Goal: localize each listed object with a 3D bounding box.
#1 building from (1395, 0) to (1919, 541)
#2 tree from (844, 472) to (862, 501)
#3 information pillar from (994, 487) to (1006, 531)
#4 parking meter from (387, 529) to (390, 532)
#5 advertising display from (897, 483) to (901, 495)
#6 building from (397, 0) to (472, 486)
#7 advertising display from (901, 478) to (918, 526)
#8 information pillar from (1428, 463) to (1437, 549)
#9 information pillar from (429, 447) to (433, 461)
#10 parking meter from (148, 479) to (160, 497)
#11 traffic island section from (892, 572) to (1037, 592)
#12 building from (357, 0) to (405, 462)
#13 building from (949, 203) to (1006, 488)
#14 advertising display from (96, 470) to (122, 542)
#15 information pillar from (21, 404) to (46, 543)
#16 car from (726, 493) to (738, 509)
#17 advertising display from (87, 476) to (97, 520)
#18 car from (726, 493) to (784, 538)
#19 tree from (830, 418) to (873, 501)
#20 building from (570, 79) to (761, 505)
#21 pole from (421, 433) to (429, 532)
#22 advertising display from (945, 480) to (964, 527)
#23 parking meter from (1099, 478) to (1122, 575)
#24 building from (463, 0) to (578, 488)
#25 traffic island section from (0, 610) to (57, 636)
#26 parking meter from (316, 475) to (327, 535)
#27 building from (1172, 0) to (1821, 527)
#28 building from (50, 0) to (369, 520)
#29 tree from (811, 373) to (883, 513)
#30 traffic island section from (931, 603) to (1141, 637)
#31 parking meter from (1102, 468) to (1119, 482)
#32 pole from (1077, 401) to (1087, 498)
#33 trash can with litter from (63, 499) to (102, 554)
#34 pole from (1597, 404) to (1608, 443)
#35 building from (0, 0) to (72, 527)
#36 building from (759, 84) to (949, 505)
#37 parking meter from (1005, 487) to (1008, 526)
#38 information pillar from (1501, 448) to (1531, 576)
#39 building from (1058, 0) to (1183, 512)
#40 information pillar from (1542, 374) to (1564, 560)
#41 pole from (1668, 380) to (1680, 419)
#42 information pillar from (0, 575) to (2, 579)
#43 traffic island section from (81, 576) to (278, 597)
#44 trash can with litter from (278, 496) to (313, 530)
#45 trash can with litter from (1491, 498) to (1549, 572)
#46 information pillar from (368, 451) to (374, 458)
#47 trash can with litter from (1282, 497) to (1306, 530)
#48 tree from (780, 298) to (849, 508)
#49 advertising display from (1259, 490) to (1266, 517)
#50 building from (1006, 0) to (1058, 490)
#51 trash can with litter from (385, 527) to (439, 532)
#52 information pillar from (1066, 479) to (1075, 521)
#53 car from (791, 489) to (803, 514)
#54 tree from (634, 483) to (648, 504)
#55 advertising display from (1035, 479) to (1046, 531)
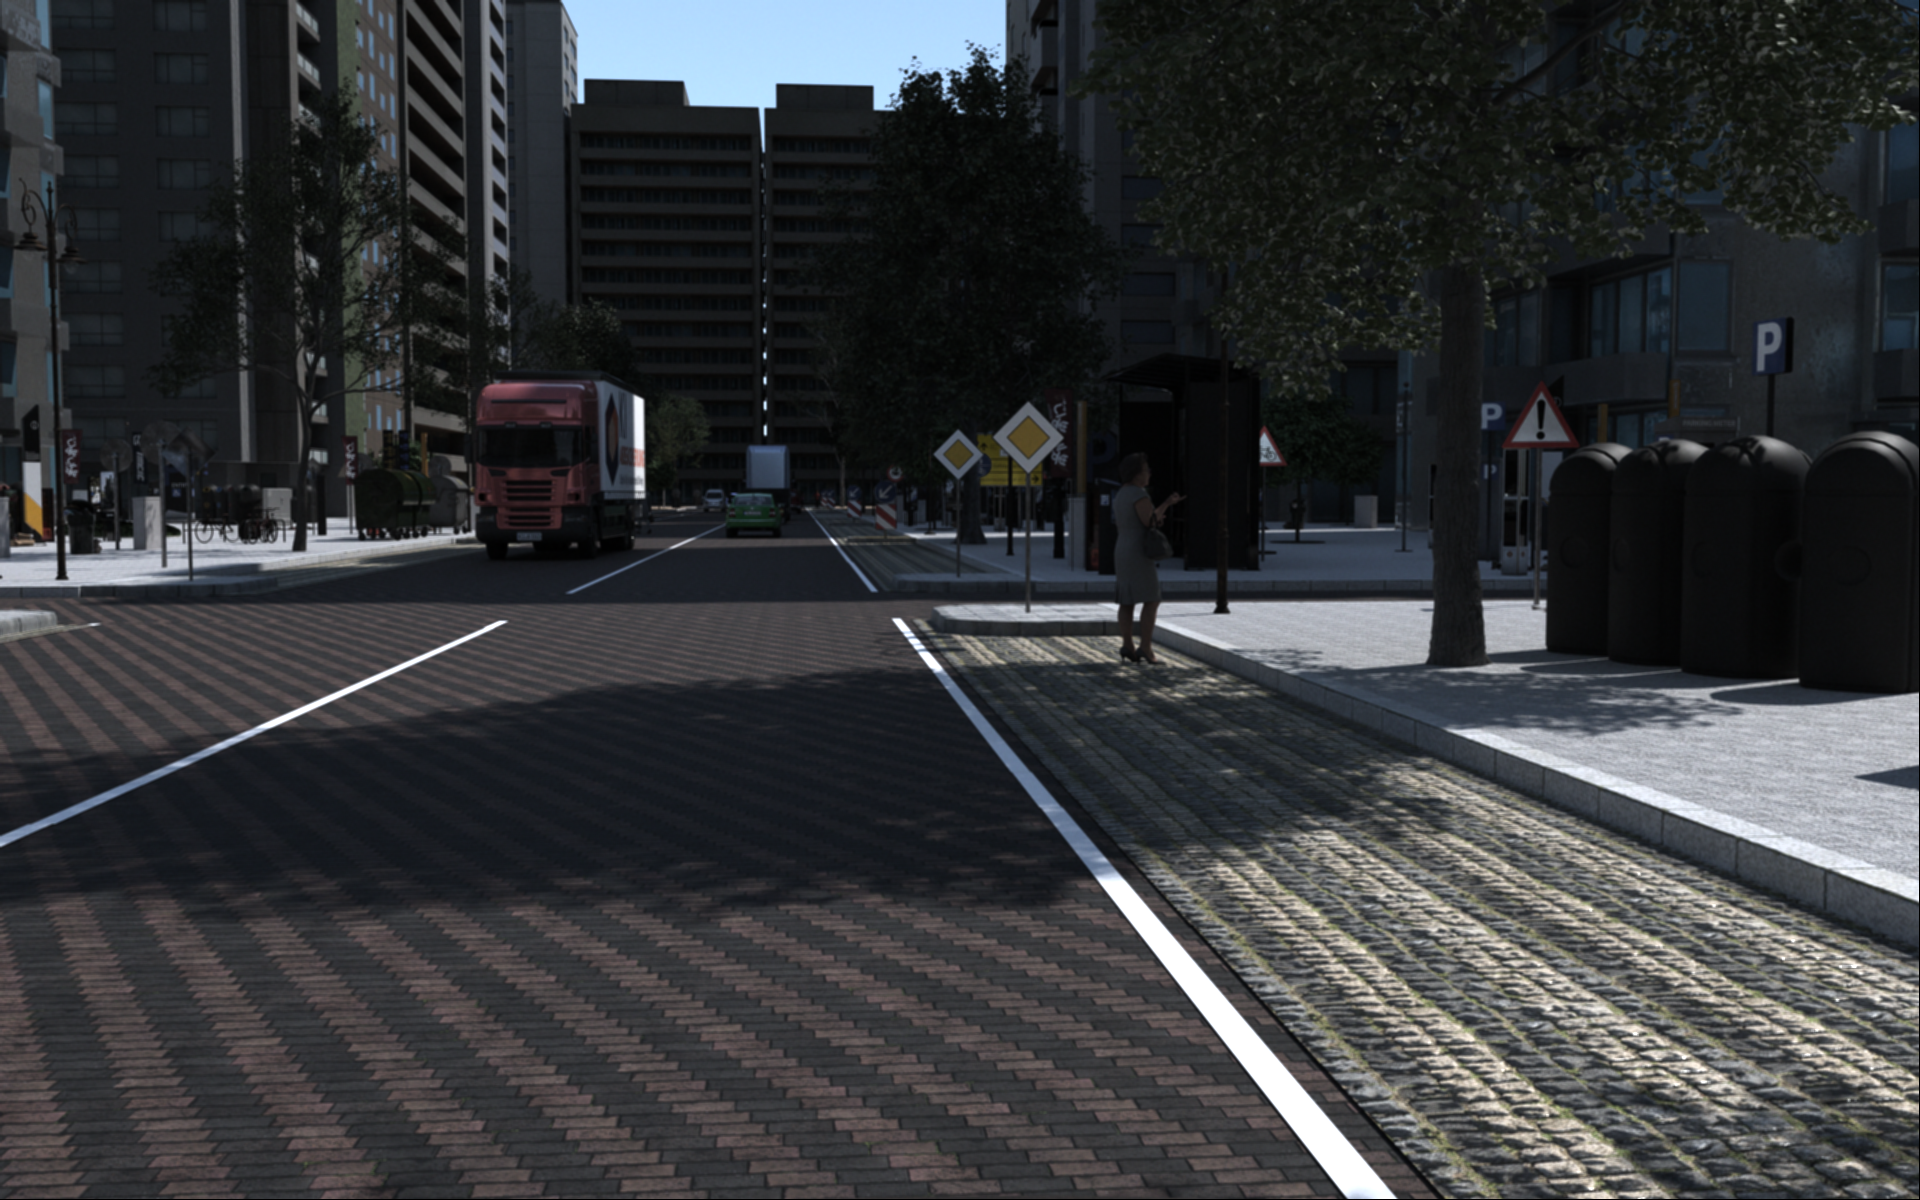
[{"bbox_3d":[29.048,-26.406,51.345,30.456,49.044,23.786,0,4,-5],"label":"building"},{"bbox_3d":[-9.177,-9.357,147.587,1.663,3.219,1.824,0,3,0],"label":"tree"},{"bbox_3d":[1.377,-3.400,60.075,0.304,2.012,0.304,2,4,34],"label":"information pillar"},{"bbox_3d":[-18.994,-3.032,57.989,0.372,1.533,0.369,0,3,0],"label":"parking meter"},{"bbox_3d":[-3.148,-5.848,100.832,0.974,1.923,0.123,-1,4,-9],"label":"advertising display"},{"bbox_3d":[-47.665,-30.485,122.139,21.300,48.544,21.600,0,4,-5],"label":"building"},{"bbox_3d":[-1.996,-3.968,70.095,0.123,1.923,0.974,2,4,28],"label":"advertising display"},{"bbox_3d":[11.231,-2.216,40.718,0.304,2.012,0.304,-3,4,-39],"label":"information pillar"},{"bbox_3d":[-26.342,-5.807,86.305,0.183,3.616,0.504,-2,4,-26],"label":"information pillar"},{"bbox_3d":[-32.083,-3.871,69.008,0.255,1.863,0.399,3,5,41],"label":"parking meter"},{"bbox_3d":[-0.005,-0.270,26.696,2.009,0.180,2.903,0,4,-5],"label":"traffic island section"},{"bbox_3d":[-42.581,-27.808,104.773,14.600,45.320,14.200,0,4,-5],"label":"building"},{"bbox_3d":[5.377,-34.107,207.764,14.200,45.320,14.600,0,4,-5],"label":"building"},{"bbox_3d":[-23.009,-2.552,46.934,0.974,1.923,0.123,3,4,38],"label":"advertising display"},{"bbox_3d":[-24.070,-3.277,44.940,0.183,3.616,0.504,1,4,22],"label":"information pillar"},{"bbox_3d":[-22.436,-9.966,172.538,1.945,1.707,3.694,0,4,-6],"label":"car"},{"bbox_3d":[-30.126,-3.391,60.658,0.123,1.923,0.974,1,4,17],"label":"advertising display"},{"bbox_3d":[-6.916,-3.028,58.309,1.959,1.807,4.718,0,4,-5],"label":"car"},{"bbox_3d":[-8.891,-11.818,143.593,4.737,8.622,4.395,0,3,0],"label":"tree"},{"bbox_3d":[-34.230,-35.670,206.914,21.600,48.544,21.300,0,4,-5],"label":"building"},{"bbox_3d":[-17.892,-3.919,57.911,0.158,3.312,0.155,0,3,0],"label":"pole"},{"bbox_3d":[-0.099,-3.826,67.773,0.974,1.923,0.123,0,4,4],"label":"advertising display"},{"bbox_3d":[2.393,-1.170,27.535,0.372,1.533,0.369,0,3,0],"label":"parking meter"},{"bbox_3d":[-59.471,-40.510,204.338,28.212,58.520,21.231,0,4,-5],"label":"building"},{"bbox_3d":[-10.636,0.282,17.668,2.009,0.180,2.903,0,4,-5],"label":"traffic island section"},{"bbox_3d":[-19.875,-2.948,53.916,0.255,1.863,0.399,-1,4,-19],"label":"parking meter"},{"bbox_3d":[23.506,-28.656,88.132,23.786,49.044,30.456,0,4,-5],"label":"building"},{"bbox_3d":[-40.098,-24.886,90.486,14.154,41.232,14.086,0,4,-5],"label":"building"},{"bbox_3d":[-6.182,-11.038,114.881,8.767,10.594,7.601,3,5,39],"label":"tree"},{"bbox_3d":[0.754,0.216,18.746,2.009,0.180,2.903,0,4,-5],"label":"traffic island section"},{"bbox_3d":[3.384,-2.028,38.865,0.255,1.863,0.399,-2,4,-34],"label":"parking meter"},{"bbox_3d":[2.669,-2.700,37.983,0.158,3.312,0.155,0,3,0],"label":"pole"},{"bbox_3d":[-18.761,-1.567,37.011,0.624,1.170,1.055,-1,4,-11],"label":"trash can with litter"},{"bbox_3d":[14.490,-2.770,39.141,0.158,3.312,0.155,0,3,0],"label":"pole"},{"bbox_3d":[-44.018,-26.573,54.075,23.786,49.044,30.456,0,4,-5],"label":"building"},{"bbox_3d":[-12.748,-35.809,209.176,21.600,48.544,21.300,0,4,-5],"label":"building"},{"bbox_3d":[1.801,-3.907,69.593,0.255,1.863,0.399,2,4,35],"label":"parking meter"},{"bbox_3d":[8.756,-1.395,27.297,0.304,2.012,0.304,-3,5,-41],"label":"information pillar"},{"bbox_3d":[17.513,-35.525,122.838,21.231,58.520,28.212,0,4,-5],"label":"building"},{"bbox_3d":[11.545,-2.601,33.883,0.504,3.616,0.183,1,4,12],"label":"information pillar"},{"bbox_3d":[12.730,-2.270,30.954,0.158,3.312,0.155,0,3,0],"label":"pole"},{"bbox_3d":[-14.739,-2.138,26.305,0.183,3.616,0.504,-2,4,-34],"label":"information pillar"},{"bbox_3d":[-11.395,-0.204,25.617,2.009,0.180,2.903,0,4,-5],"label":"traffic island section"},{"bbox_3d":[-24.132,-3.117,62.026,2.233,1.210,1.678,-3,5,-39],"label":"trash can with litter"},{"bbox_3d":[9.639,-1.114,29.273,1.678,1.210,2.233,-2,4,-33],"label":"trash can with litter"},{"bbox_3d":[-32.125,-6.297,94.303,0.504,3.616,0.183,-1,4,-10],"label":"information pillar"},{"bbox_3d":[12.029,-3.132,62.594,0.624,1.170,1.055,-2,4,-24],"label":"trash can with litter"},{"bbox_3d":[-10.786,-18.947,165.665,12.611,20.169,13.585,0,3,0],"label":"tree"},{"bbox_3d":[8.739,-2.874,52.205,0.974,1.923,0.123,1,4,18],"label":"advertising display"},{"bbox_3d":[18.840,-34.363,151.067,28.713,52.752,27.495,0,4,-5],"label":"building"},{"bbox_3d":[-19.078,-2.978,59.744,2.233,1.210,1.678,-1,4,-23],"label":"trash can with litter"},{"bbox_3d":[5.326,-4.816,83.241,0.304,2.012,0.304,3,5,42],"label":"information pillar"},{"bbox_3d":[-12.563,-7.168,125.874,2.281,1.827,5.304,0,4,-5],"label":"car"},{"bbox_3d":[-23.269,-7.949,124.575,1.663,3.219,1.824,0,3,0],"label":"tree"},{"bbox_3d":[2.835,-3.418,61.102,0.123,1.923,0.974,-1,4,-13],"label":"advertising display"}]
